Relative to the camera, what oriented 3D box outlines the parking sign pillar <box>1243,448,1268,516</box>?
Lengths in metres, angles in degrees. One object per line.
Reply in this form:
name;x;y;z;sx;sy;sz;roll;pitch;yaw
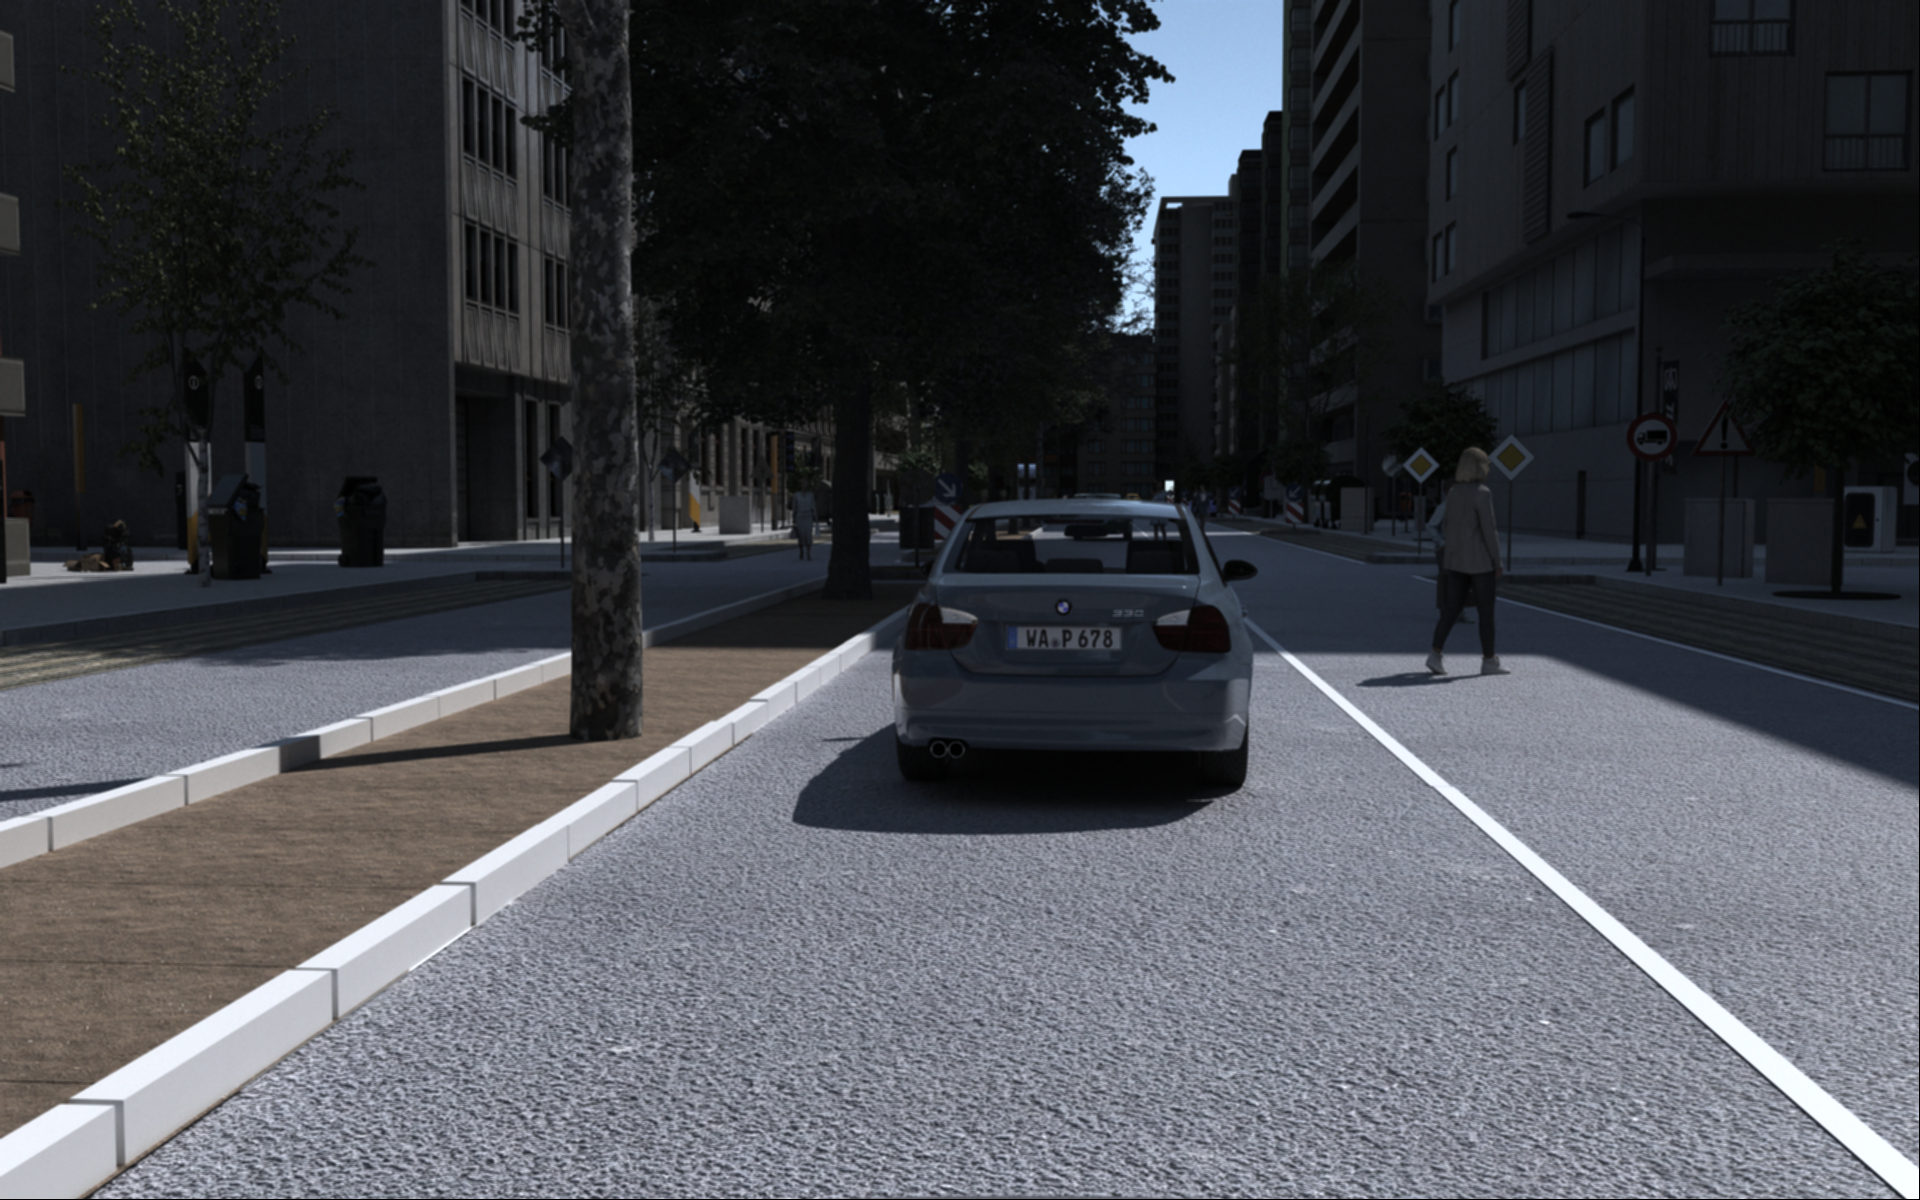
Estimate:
parking sign pillar;17.164;-6.858;100.594;1.447;3.967;1.447;-1;4;-14

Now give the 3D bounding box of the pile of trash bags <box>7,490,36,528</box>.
pile of trash bags;-22.438;-1.843;39.882;1.912;1.369;3.447;0;4;2

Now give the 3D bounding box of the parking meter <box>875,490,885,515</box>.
parking meter;-4.836;-6.038;107.135;0.372;1.533;0.369;0;3;0

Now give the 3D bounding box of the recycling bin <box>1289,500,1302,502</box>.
recycling bin;15.043;-3.945;77.049;0.722;1.027;0.722;0;4;1

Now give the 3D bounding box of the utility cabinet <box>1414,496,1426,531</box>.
utility cabinet;15.998;-3.004;60.271;0.306;1.237;1.020;1;4;9

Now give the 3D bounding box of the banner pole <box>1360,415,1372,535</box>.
banner pole;12.982;-3.981;55.114;0.401;3.779;0.863;1;4;23

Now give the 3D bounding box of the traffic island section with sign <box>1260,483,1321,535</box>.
traffic island section with sign;11.768;-3.259;61.917;1.989;1.847;2.006;0;4;5

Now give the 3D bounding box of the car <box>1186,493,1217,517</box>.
car;15.199;-6.067;108.787;1.945;1.707;3.694;0;4;4

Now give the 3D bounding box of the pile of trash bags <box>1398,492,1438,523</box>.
pile of trash bags;20.862;-4.086;76.562;1.912;1.369;3.447;-3;5;-40

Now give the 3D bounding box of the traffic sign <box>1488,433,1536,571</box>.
traffic sign;9.106;-1.532;28.688;0.795;2.450;0.064;0;4;5

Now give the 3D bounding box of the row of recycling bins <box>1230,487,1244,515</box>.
row of recycling bins;17.421;-6.171;108.003;1.069;1.692;3.534;0;4;0

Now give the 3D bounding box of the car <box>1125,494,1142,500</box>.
car;18.129;-10.520;182.223;2.015;1.641;3.980;0;4;5

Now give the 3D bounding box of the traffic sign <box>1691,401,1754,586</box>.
traffic sign;10.643;-1.479;24.190;0.884;2.594;0.081;0;4;5

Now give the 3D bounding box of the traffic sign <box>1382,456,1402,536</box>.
traffic sign;13.214;-3.218;52.717;0.768;2.556;0.104;1;4;10

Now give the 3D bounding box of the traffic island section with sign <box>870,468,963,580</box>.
traffic island section with sign;-0.808;-1.324;29.786;2.006;1.907;1.989;0;4;5

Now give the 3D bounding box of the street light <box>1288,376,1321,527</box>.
street light;13.634;-5.868;68.481;1.470;5.913;1.316;0;4;5

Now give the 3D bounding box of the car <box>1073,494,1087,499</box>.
car;6.239;-4.610;85.595;2.015;1.641;3.980;0;4;6

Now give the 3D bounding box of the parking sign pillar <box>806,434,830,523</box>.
parking sign pillar;-6.551;-5.449;77.563;1.447;3.967;1.447;1;4;9

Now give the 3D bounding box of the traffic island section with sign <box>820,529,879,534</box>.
traffic island section with sign;-3.991;-3.310;62.745;1.989;1.847;2.006;0;4;5

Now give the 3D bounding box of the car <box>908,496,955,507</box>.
car;-0.934;-3.360;67.292;2.083;1.381;4.827;0;4;5

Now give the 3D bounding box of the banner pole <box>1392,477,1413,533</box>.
banner pole;14.598;-4.111;57.228;0.863;3.779;0.401;-2;4;-27

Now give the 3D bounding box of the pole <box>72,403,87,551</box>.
pole;-19.851;-2.765;39.052;0.158;3.312;0.155;0;3;0

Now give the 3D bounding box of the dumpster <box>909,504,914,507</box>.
dumpster;-2.868;-6.383;106.862;1.502;2.255;1.985;0;4;4

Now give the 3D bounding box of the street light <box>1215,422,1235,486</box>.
street light;17.093;-8.487;111.304;1.470;5.913;1.316;0;4;5

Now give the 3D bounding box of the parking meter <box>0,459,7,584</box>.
parking meter;-13.866;-1.166;24.783;0.399;1.863;0.255;3;5;42

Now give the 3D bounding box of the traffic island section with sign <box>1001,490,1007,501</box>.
traffic island section with sign;4.254;-9.685;166.974;1.989;1.847;2.006;0;4;5

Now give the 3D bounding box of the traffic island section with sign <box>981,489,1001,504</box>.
traffic island section with sign;2.080;-8.007;139.535;1.989;1.847;2.006;0;4;5

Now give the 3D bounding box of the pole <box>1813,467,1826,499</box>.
pole;13.838;-2.080;27.859;0.158;3.312;0.155;0;3;0

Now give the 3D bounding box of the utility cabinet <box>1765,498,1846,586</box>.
utility cabinet;12.013;-0.823;24.620;0.306;1.237;1.020;-2;4;-32

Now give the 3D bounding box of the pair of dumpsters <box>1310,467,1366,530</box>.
pair of dumpsters;14.030;-3.776;64.227;1.574;2.255;4.437;0;4;5

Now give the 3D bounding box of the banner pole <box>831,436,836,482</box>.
banner pole;-5.355;-5.172;74.582;0.401;3.779;0.863;-3;5;-43

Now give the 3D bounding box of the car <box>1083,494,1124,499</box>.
car;4.517;-2.624;54.701;2.131;1.459;4.920;0;4;5

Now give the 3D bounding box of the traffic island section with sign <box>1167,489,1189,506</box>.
traffic island section with sign;17.798;-7.928;138.256;1.989;1.847;2.006;0;4;5

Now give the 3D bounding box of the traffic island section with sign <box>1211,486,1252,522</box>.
traffic island section with sign;13.885;-4.903;88.789;1.989;1.847;2.006;0;4;5

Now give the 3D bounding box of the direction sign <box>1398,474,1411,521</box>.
direction sign;20.960;-5.505;81.997;0.379;3.537;0.876;-3;5;-43

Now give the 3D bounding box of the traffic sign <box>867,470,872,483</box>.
traffic sign;-4.821;-5.343;87.469;0.768;2.556;0.104;1;4;8

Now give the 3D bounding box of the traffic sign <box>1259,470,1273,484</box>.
traffic sign;16.520;-5.704;93.371;0.768;2.556;0.104;0;4;6

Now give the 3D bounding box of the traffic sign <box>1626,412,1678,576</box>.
traffic sign;10.797;-1.650;27.092;0.768;2.556;0.104;1;4;11

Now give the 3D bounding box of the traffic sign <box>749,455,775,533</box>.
traffic sign;-6.597;-3.531;57.737;0.884;2.594;0.081;1;4;9

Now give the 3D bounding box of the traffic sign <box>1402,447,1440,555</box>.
traffic sign;9.736;-2.019;36.648;0.795;2.450;0.064;0;4;5

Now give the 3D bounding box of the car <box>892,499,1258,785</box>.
car;0.706;0.130;9.885;2.014;1.417;4.499;0;4;6

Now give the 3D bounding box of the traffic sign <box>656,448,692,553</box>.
traffic sign;-6.257;-2.097;37.928;0.795;2.450;0.064;0;4;5

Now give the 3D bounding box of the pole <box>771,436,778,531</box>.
pole;-6.522;-4.098;60.850;0.158;3.312;0.155;0;3;0

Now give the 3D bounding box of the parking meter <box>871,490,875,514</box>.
parking meter;-5.452;-6.198;109.743;0.372;1.533;0.369;0;3;0

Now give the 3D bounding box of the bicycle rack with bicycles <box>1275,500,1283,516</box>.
bicycle rack with bicycles;19.476;-5.534;103.855;2.852;0.926;2.925;0;4;1

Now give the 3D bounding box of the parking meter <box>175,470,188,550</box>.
parking meter;-17.808;-2.090;39.875;0.255;1.863;0.399;2;4;30

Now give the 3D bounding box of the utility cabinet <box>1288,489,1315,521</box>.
utility cabinet;15.857;-4.387;80.403;1.173;1.500;0.318;2;4;32

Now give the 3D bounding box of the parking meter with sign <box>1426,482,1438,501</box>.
parking meter with sign;22.301;-5.214;81.517;1.738;3.016;0.543;1;4;18

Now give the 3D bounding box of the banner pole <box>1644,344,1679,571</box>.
banner pole;11.700;-2.372;28.794;0.401;3.779;0.863;0;4;-8

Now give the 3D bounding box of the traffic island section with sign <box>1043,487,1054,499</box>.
traffic island section with sign;5.700;-6.357;112.075;2.006;1.907;1.989;0;4;5

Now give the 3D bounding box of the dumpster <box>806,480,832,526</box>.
dumpster;-5.759;-3.985;70.914;1.264;1.857;1.865;0;4;5

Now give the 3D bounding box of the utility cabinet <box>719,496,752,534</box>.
utility cabinet;-7.177;-2.704;55.376;1.020;1.237;0.306;1;4;12

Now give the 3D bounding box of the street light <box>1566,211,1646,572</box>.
street light;10.635;-3.423;28.506;1.470;5.913;1.316;0;4;5

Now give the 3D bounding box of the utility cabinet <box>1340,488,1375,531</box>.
utility cabinet;13.621;-3.099;59.345;0.318;1.500;1.173;-3;5;-42

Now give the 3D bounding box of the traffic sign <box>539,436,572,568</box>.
traffic sign;-6.887;-1.610;29.968;0.795;2.450;0.064;0;4;5

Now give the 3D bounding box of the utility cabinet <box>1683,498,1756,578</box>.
utility cabinet;11.757;-0.958;26.828;0.306;1.237;1.020;-2;4;-33
